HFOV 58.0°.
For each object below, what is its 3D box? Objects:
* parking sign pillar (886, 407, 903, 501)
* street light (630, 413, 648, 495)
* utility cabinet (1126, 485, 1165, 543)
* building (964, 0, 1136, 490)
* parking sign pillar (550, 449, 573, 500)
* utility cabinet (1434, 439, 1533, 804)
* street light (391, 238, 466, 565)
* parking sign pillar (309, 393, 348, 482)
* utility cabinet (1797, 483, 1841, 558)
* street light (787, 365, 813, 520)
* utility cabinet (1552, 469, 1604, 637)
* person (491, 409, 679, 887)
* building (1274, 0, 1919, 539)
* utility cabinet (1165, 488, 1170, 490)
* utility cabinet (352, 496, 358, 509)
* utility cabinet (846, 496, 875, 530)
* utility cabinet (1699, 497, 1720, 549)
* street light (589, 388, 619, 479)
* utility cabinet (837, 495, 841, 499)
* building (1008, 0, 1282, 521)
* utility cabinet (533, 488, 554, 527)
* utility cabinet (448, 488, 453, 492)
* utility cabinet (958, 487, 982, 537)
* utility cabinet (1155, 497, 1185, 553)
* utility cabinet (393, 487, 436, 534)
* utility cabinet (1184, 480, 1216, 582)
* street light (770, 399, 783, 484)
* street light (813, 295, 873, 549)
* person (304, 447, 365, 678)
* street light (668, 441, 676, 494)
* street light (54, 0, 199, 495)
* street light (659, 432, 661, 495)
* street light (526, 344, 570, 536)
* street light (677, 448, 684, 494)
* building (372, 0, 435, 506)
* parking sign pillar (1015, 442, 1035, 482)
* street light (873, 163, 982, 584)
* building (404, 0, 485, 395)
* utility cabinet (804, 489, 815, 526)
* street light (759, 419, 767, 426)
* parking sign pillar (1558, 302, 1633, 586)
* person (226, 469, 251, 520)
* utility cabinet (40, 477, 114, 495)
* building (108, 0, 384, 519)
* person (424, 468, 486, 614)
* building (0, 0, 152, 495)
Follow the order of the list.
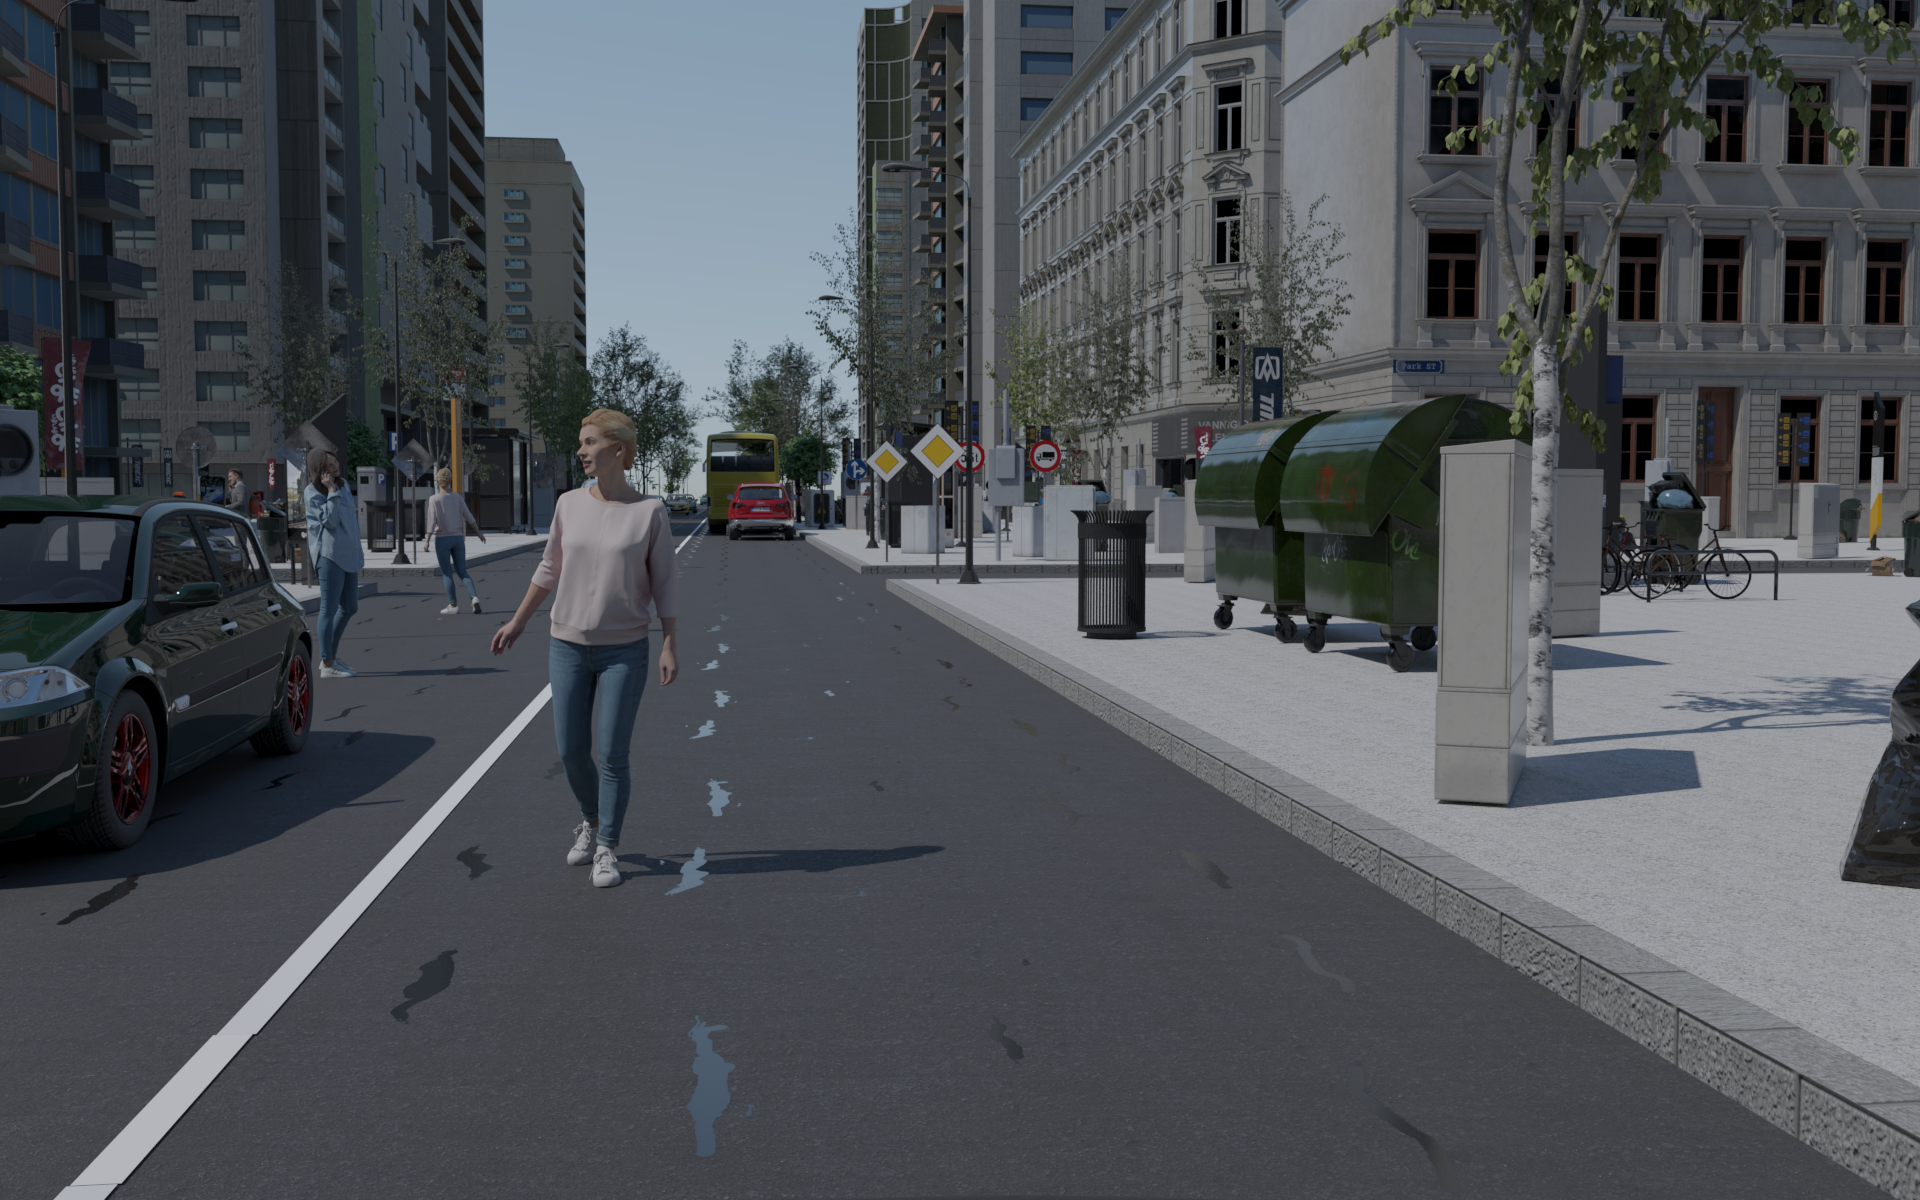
[{"bbox_3d":[-1.949,-3.829,51.077,1.447,3.967,1.447,0,3,0],"label":"parking sign pillar"},{"bbox_3d":[-18.883,-7.771,99.598,1.470,5.913,1.316,0,4,-8],"label":"street light"},{"bbox_3d":[4.781,-2.225,45.059,0.318,1.500,1.173,3,5,42],"label":"utility cabinet"},{"bbox_3d":[10.803,-35.867,128.427,21.231,58.520,28.212,0,4,-8],"label":"building"},{"bbox_3d":[-23.821,-7.040,103.576,1.447,3.967,1.447,-3,5,-43],"label":"parking sign pillar"},{"bbox_3d":[2.301,0.065,7.610,0.318,1.500,1.173,1,4,21],"label":"utility cabinet"},{"bbox_3d":[-9.671,-3.609,31.540,1.470,5.913,1.316,0,4,-8],"label":"street light"},{"bbox_3d":[-16.850,-3.509,45.837,1.447,3.967,1.447,2,4,27],"label":"parking sign pillar"},{"bbox_3d":[17.088,-1.575,34.423,1.173,1.500,0.318,-3,5,-40],"label":"utility cabinet"},{"bbox_3d":[-5.544,-5.512,62.655,1.470,5.913,1.316,0,4,-8],"label":"street light"},{"bbox_3d":[5.198,-0.414,15.448,1.173,1.500,0.318,-2,4,-30],"label":"utility cabinet"},{"bbox_3d":[-1.394,0.163,6.501,0.731,1.740,0.598,0,4,-2],"label":"person"},{"bbox_3d":[21.069,-13.325,54.018,21.152,22.565,11.583,0,4,-8],"label":"building"},{"bbox_3d":[7.993,-3.510,66.066,0.318,1.500,1.173,1,4,15],"label":"utility cabinet"},{"bbox_3d":[-21.512,-3.088,61.655,0.306,1.237,1.020,3,5,40],"label":"utility cabinet"},{"bbox_3d":[-3.594,-3.146,62.605,1.020,1.237,0.306,1,4,8],"label":"utility cabinet"},{"bbox_3d":[17.608,-1.830,41.087,0.306,1.237,1.020,0,4,-6],"label":"utility cabinet"},{"bbox_3d":[-15.686,-6.337,76.152,1.470,5.913,1.316,0,4,-8],"label":"street light"},{"bbox_3d":[-6.083,-4.787,89.435,0.306,1.237,1.020,1,4,13],"label":"utility cabinet"},{"bbox_3d":[14.382,-19.063,88.097,17.030,29.872,44.131,0,4,-8],"label":"building"},{"bbox_3d":[-16.041,-3.516,66.164,1.173,1.500,0.318,2,4,25],"label":"utility cabinet"},{"bbox_3d":[-18.401,-3.263,62.036,1.173,1.500,0.318,0,4,4],"label":"utility cabinet"},{"bbox_3d":[0.070,-2.597,51.137,1.173,1.500,0.318,0,4,4],"label":"utility cabinet"},{"bbox_3d":[4.754,-1.621,37.665,1.020,1.237,0.306,-1,4,-15],"label":"utility cabinet"},{"bbox_3d":[-17.517,-2.866,55.535,1.173,1.500,0.318,-1,4,-9],"label":"utility cabinet"},{"bbox_3d":[3.540,-1.022,25.394,0.318,1.500,1.173,1,4,19],"label":"utility cabinet"},{"bbox_3d":[-8.549,-6.862,84.736,1.470,5.913,1.316,0,4,-8],"label":"street light"},{"bbox_3d":[-2.604,-4.166,40.647,1.470,5.913,1.316,0,4,-8],"label":"street light"},{"bbox_3d":[-4.912,-0.293,13.550,0.793,1.790,0.793,-2,4,-24],"label":"person"},{"bbox_3d":[-25.819,-10.965,151.811,1.470,5.913,1.316,0,4,-8],"label":"street light"},{"bbox_3d":[-7.659,-2.654,15.941,1.470,5.913,1.316,0,4,-8],"label":"street light"},{"bbox_3d":[-22.809,-9.583,129.224,1.470,5.913,1.316,0,4,-8],"label":"street light"},{"bbox_3d":[-12.725,-4.954,53.533,1.470,5.913,1.316,0,4,-8],"label":"street light"},{"bbox_3d":[-28.749,-12.311,173.820,1.470,5.913,1.316,0,4,-8],"label":"street light"},{"bbox_3d":[-50.701,-32.144,114.798,28.713,52.752,27.495,0,4,-8],"label":"building"},{"bbox_3d":[3.526,-6.202,89.875,1.447,3.967,1.447,-1,4,-17],"label":"parking sign pillar"},{"bbox_3d":[-0.404,-3.181,24.544,1.470,5.913,1.316,0,4,-8],"label":"street light"},{"bbox_3d":[-50.558,-31.557,139.664,21.300,48.544,21.600,0,4,-8],"label":"building"},{"bbox_3d":[-6.032,-3.731,69.687,0.318,1.500,1.173,0,4,2],"label":"utility cabinet"},{"bbox_3d":[-11.512,-8.221,106.952,1.470,5.913,1.316,0,4,-8],"label":"street light"},{"bbox_3d":[8.869,-2.217,24.718,1.447,3.967,1.447,-1,4,-14],"label":"parking sign pillar"},{"bbox_3d":[-11.802,-1.220,28.246,0.447,1.846,0.655,-1,4,-21],"label":"person"},{"bbox_3d":[-12.097,-0.902,23.422,1.173,1.500,0.318,-3,5,-40],"label":"utility cabinet"},{"bbox_3d":[-39.919,-25.050,93.161,14.154,41.232,14.086,0,4,-8],"label":"building"},{"bbox_3d":[-5.955,-0.705,20.691,0.598,1.740,0.731,2,4,32],"label":"person"},{"bbox_3d":[-41.077,-24.595,56.748,22.147,44.769,28.867,0,4,-8],"label":"building"}]
